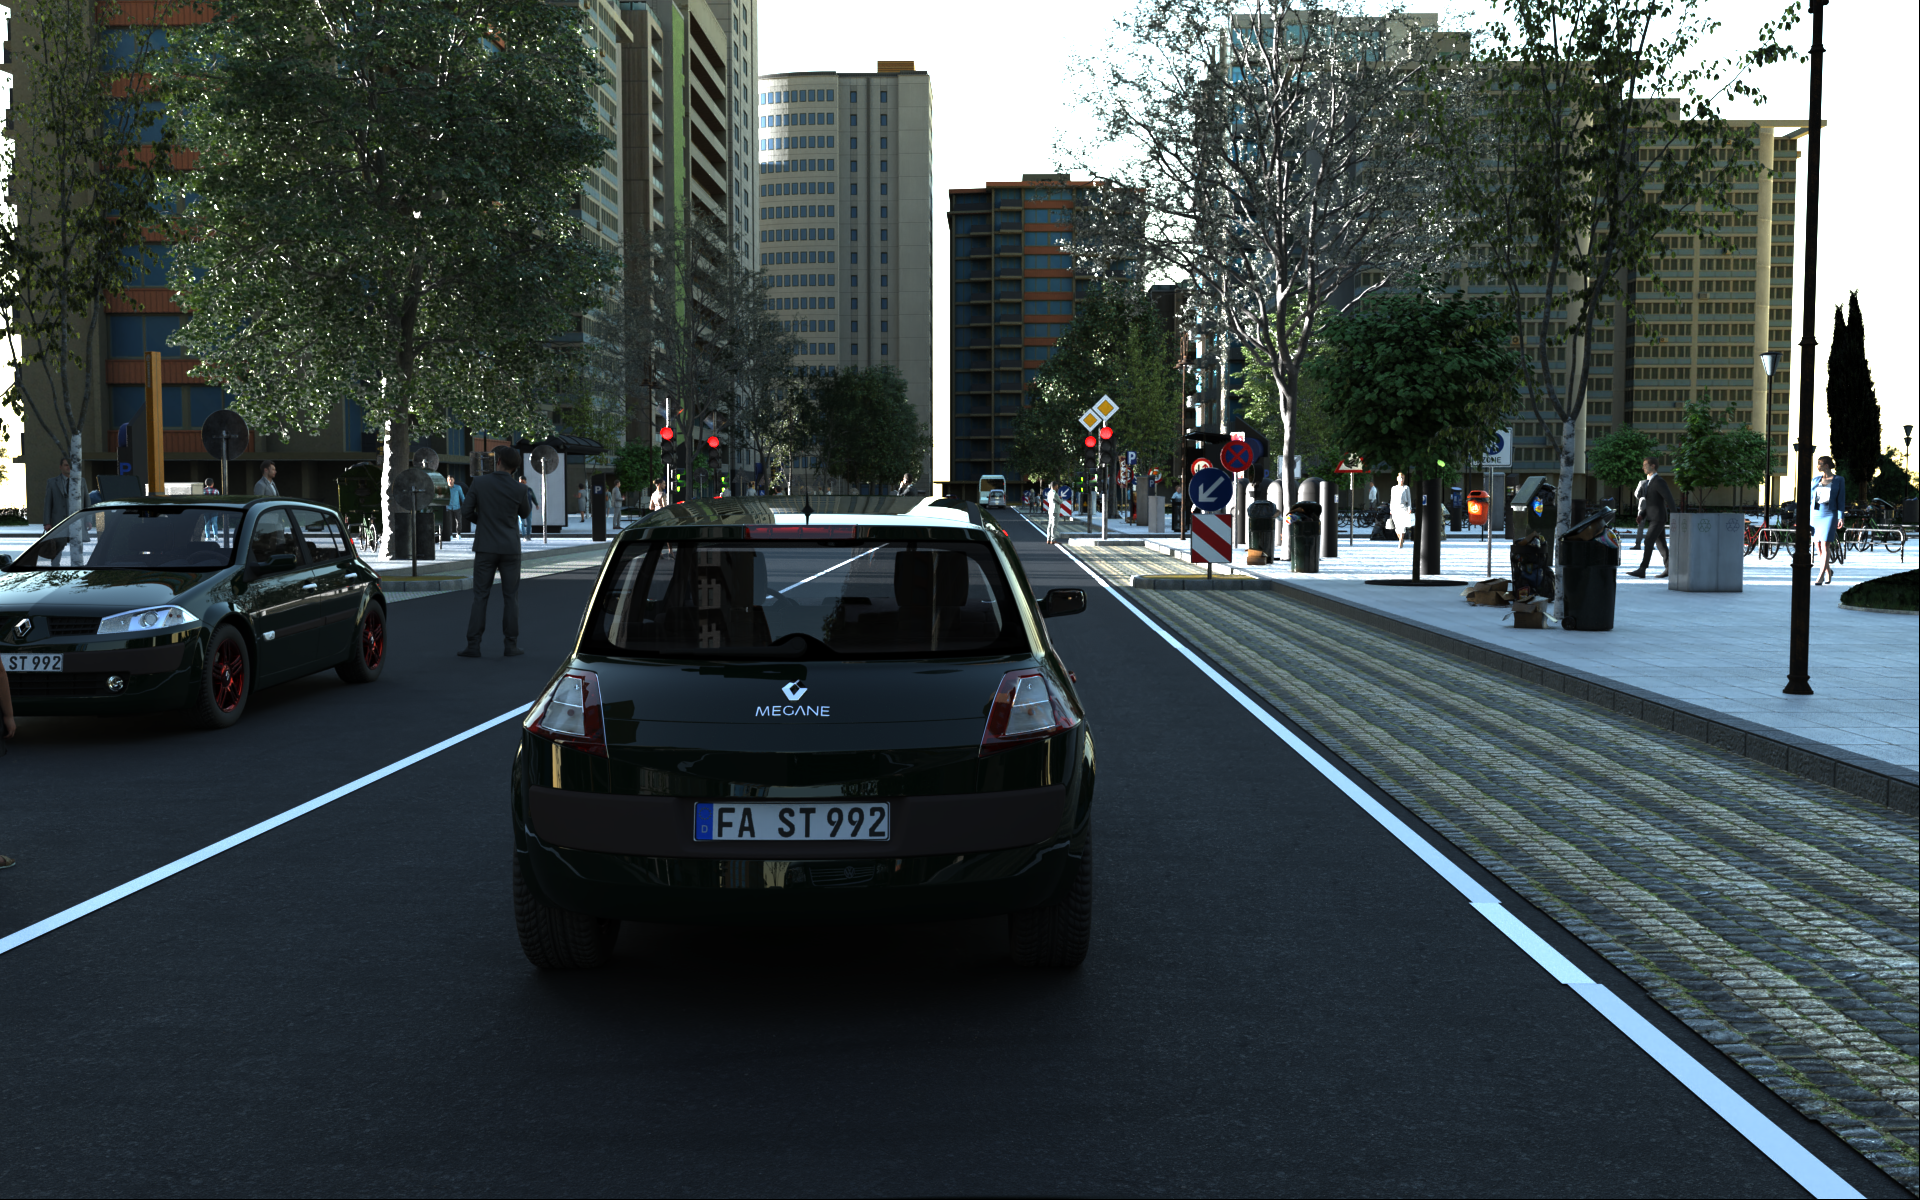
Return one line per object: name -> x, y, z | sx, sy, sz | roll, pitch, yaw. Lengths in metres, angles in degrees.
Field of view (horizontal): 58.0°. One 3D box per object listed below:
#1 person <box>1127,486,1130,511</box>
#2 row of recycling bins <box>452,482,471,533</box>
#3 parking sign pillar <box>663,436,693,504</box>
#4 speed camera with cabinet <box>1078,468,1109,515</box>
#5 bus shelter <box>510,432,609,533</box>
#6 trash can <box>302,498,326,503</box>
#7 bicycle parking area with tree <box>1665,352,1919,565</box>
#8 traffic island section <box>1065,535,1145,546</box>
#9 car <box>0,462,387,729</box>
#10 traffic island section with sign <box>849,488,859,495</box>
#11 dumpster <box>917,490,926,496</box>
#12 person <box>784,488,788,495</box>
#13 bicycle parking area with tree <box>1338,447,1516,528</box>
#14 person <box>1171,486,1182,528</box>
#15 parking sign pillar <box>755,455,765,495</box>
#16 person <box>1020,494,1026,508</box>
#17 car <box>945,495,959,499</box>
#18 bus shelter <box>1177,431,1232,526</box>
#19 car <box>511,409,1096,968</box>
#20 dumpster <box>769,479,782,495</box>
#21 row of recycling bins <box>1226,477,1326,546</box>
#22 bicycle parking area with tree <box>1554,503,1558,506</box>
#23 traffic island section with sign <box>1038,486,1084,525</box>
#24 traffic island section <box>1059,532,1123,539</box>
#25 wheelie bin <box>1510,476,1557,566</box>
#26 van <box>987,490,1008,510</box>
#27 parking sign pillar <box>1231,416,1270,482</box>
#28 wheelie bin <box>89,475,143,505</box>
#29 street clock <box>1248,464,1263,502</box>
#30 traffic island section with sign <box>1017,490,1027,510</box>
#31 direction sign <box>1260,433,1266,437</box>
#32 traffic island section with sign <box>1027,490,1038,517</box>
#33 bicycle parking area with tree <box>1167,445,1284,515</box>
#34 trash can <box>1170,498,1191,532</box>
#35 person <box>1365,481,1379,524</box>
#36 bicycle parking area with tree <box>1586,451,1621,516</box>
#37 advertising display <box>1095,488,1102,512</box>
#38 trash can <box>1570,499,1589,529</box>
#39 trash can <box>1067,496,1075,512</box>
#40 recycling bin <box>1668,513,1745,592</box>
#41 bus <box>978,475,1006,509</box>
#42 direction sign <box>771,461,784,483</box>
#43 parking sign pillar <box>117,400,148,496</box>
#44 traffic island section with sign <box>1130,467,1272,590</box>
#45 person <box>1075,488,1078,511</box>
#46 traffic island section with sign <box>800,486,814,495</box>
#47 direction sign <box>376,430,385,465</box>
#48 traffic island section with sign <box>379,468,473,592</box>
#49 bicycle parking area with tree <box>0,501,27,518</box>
person -> 12.495, -7.464, 127.941 | 0.748, 1.841, 0.638 | -3, 5, -44
row of recycling bins -> -18.025, -3.092, 57.660 | 3.534, 1.692, 1.069 | 0, 4, 4
parking sign pillar -> -13.038, -5.606, 80.130 | 1.447, 3.967, 1.447 | -2, 4, -25
speed camera with cabinet -> 8.305, -6.843, 106.217 | 2.038, 3.252, 0.660 | 2, 4, 25
bus shelter -> -13.585, -3.990, 59.166 | 2.014, 3.302, 5.546 | 0, 4, 1
trash can -> -22.054, -2.906, 59.166 | 0.748, 1.137, 0.748 | 0, 3, 0
bicycle parking area with tree -> 18.942, -2.948, 35.201 | 8.231, 4.147, 9.016 | 0, 4, 8
traffic island section -> 4.105, -1.623, 48.820 | 2.009, 0.180, 2.903 | 0, 4, 1
car -> -5.317, -0.124, 11.821 | 2.009, 1.686, 4.222 | 0, 4, 0
traffic island section with sign -> -6.643, -6.136, 108.951 | 1.989, 1.847, 2.006 | 0, 4, 1
dumpster -> -4.913, -12.031, 204.915 | 1.865, 1.857, 1.264 | 0, 4, 1
person -> -16.041, -9.425, 159.773 | 1.348, 1.869, 0.705 | 3, 5, 45
bicycle parking area with tree -> 18.126, -4.989, 68.572 | 9.016, 4.147, 8.231 | 1, 4, 17
person -> 8.152, -3.483, 64.806 | 0.589, 1.601, 0.330 | -2, 4, -33
parking sign pillar -> -12.343, -7.267, 107.283 | 1.447, 3.967, 1.447 | -1, 4, -14
person -> 6.087, -9.381, 165.104 | 0.991, 1.433, 0.599 | 3, 4, 36
car -> -1.056, -11.812, 205.713 | 1.945, 1.354, 3.894 | 0, 3, 0
bus shelter -> 9.636, -4.664, 67.547 | 1.731, 3.624, 6.357 | 0, 4, 1
car -> -0.472, 0.193, 6.633 | 2.009, 1.686, 4.222 | 0, 4, -1
dumpster -> -12.632, -6.843, 114.381 | 1.502, 2.255, 1.985 | 0, 4, 1
row of recycling bins -> 7.923, -2.218, 43.375 | 1.069, 1.692, 3.534 | -2, 4, -30
bicycle parking area with tree -> 28.453, -6.738, 97.173 | 9.016, 4.147, 8.231 | 0, 4, 4
traffic island section with sign -> 4.793, -4.451, 81.396 | 1.989, 1.847, 2.006 | 0, 4, 1
traffic island section -> 4.273, -2.111, 56.803 | 2.009, 0.180, 2.903 | 0, 4, 1
wheelie bin -> 10.272, -1.408, 30.935 | 0.693, 1.594, 0.980 | -1, 4, -8
van -> 3.468, -9.451, 161.527 | 2.013, 2.044, 4.112 | 0, 4, 2
parking sign pillar -> 9.941, -4.335, 59.344 | 1.447, 3.967, 1.447 | 3, 5, 40
wheelie bin -> -13.948, -1.270, 28.671 | 0.980, 1.594, 0.693 | -3, 5, -40
street clock -> 7.041, -2.246, 41.291 | 0.358, 2.002, 0.471 | -1, 4, -10
traffic island section with sign -> 6.422, -9.169, 158.535 | 1.989, 1.847, 2.006 | 0, 4, 1
direction sign -> 11.135, -4.444, 64.660 | 0.876, 3.537, 0.379 | -3, 5, -44
traffic island section with sign -> 5.370, -6.099, 108.345 | 1.989, 1.847, 2.006 | 0, 4, 1
bicycle parking area with tree -> 16.921, -7.096, 103.026 | 8.231, 4.147, 9.016 | 0, 4, -6
trash can -> 7.433, -2.853, 58.306 | 0.748, 1.137, 0.748 | 0, 3, 0
person -> 17.481, -4.108, 73.303 | 0.850, 1.850, 0.679 | 0, 4, 4
bicycle parking area with tree -> 44.357, -7.885, 115.927 | 8.231, 4.147, 9.016 | 0, 4, 1
advertising display -> 10.028, -7.148, 122.088 | 0.974, 1.923, 0.123 | 0, 4, -8
trash can -> 17.178, -2.250, 48.445 | 0.748, 1.137, 0.748 | 0, 3, 0
trash can -> 8.045, -6.985, 125.858 | 0.748, 1.137, 0.748 | 0, 3, 0
recycling bin -> 9.873, -0.634, 22.924 | 0.722, 1.027, 0.722 | 0, 4, 0
bus -> 3.233, -10.976, 174.317 | 2.948, 3.499, 13.247 | 0, 4, 1
direction sign -> -12.385, -7.671, 117.410 | 0.876, 3.537, 0.379 | -1, 4, -18
parking sign pillar -> -22.252, -3.570, 46.841 | 1.447, 3.967, 1.447 | 0, 4, 1
traffic island section with sign -> 3.651, -1.099, 26.598 | 1.989, 1.847, 2.006 | 0, 4, 1
person -> 8.966, -7.663, 131.361 | 0.654, 1.822, 0.581 | 2, 4, 25
traffic island section with sign -> -7.205, -4.488, 82.002 | 1.989, 1.847, 2.006 | 0, 4, 1
direction sign -> -20.361, -4.246, 61.417 | 0.379, 3.537, 0.876 | 2, 4, 24
traffic island section with sign -> -8.391, -1.073, 26.167 | 1.989, 1.847, 2.006 | 0, 4, 1
bicycle parking area with tree -> -48.523, -5.810, 81.993 | 9.016, 4.147, 8.231 | 3, 5, 39
